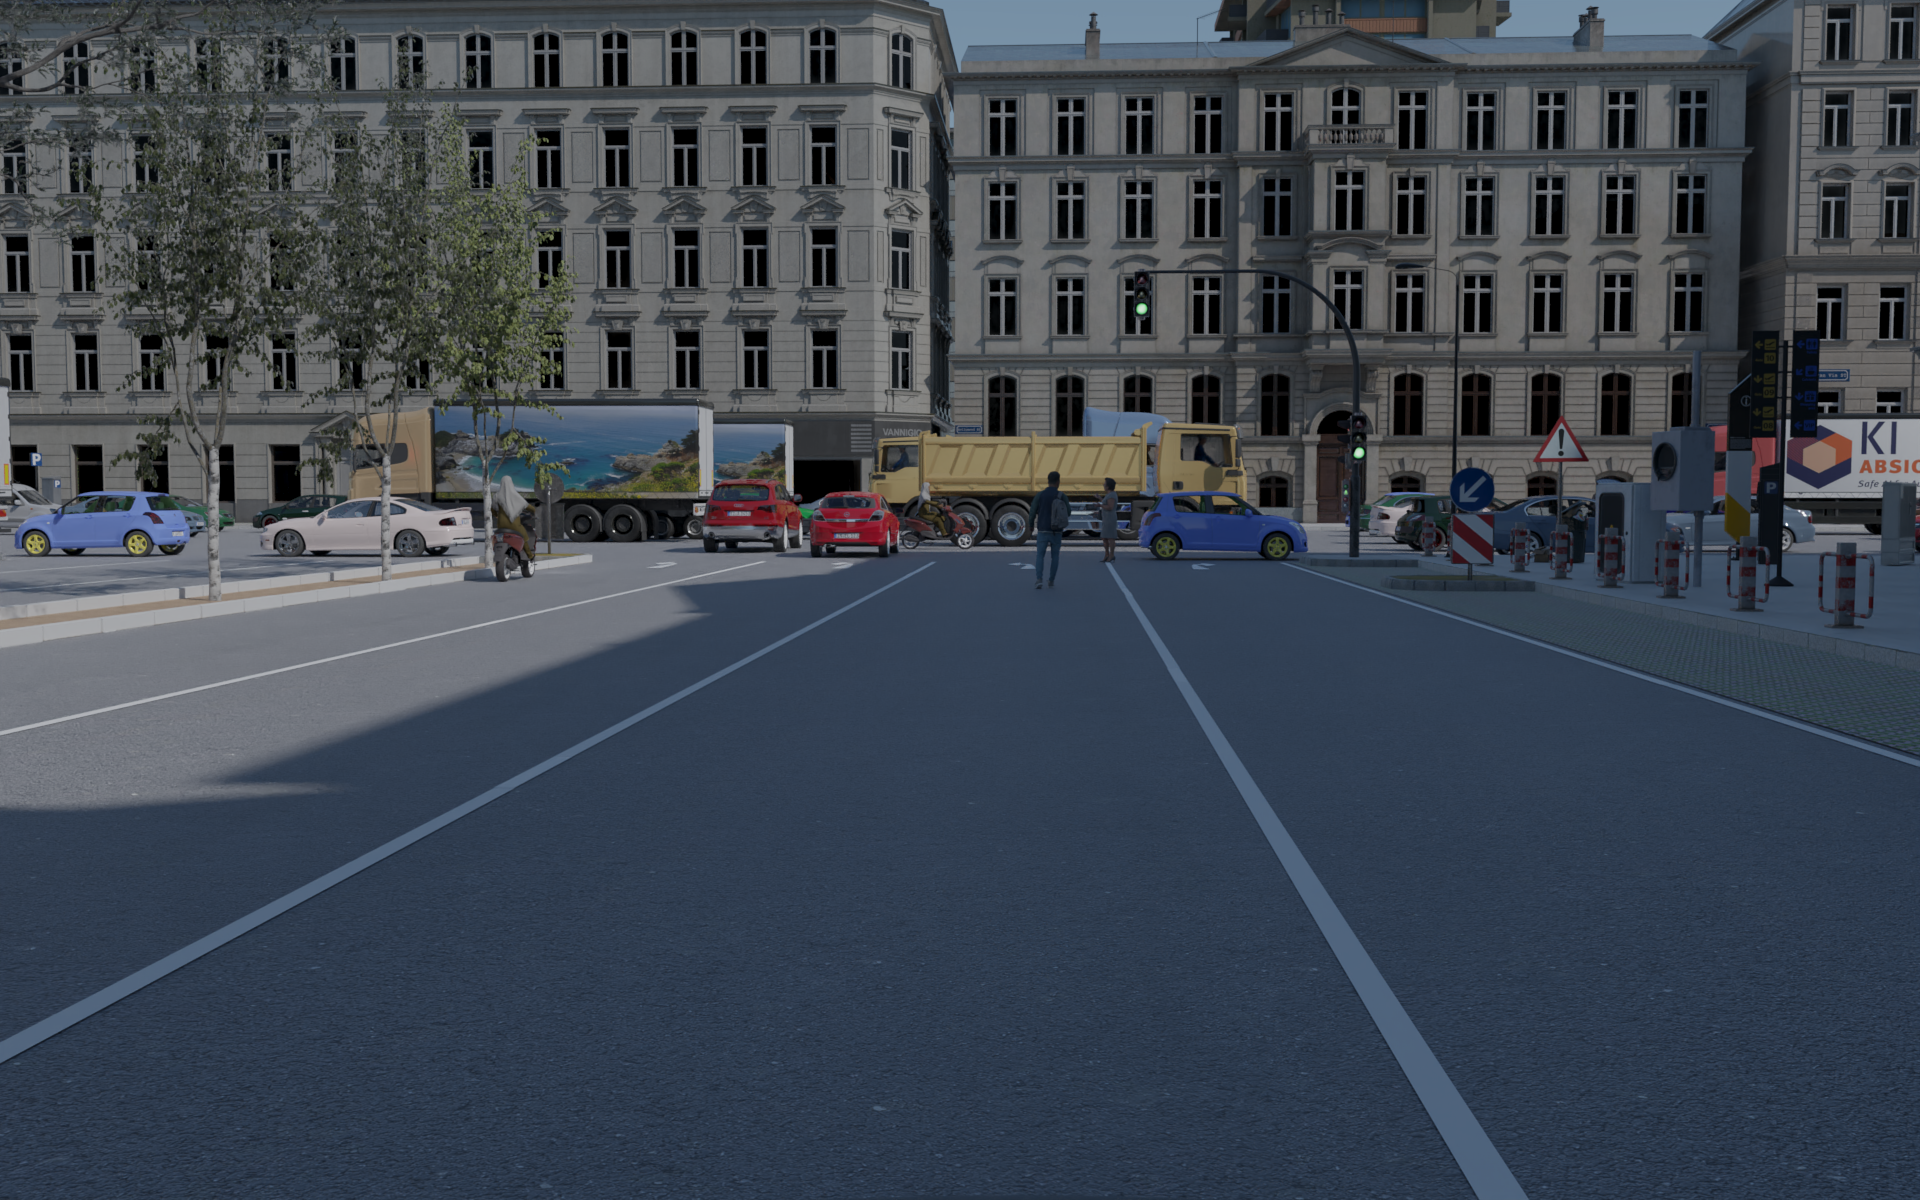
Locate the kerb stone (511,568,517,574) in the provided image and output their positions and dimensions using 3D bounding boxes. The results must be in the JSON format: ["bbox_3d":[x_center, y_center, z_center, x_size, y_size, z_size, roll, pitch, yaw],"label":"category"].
[{"bbox_3d":[-8.123,-0.521,30.707,0.120,0.150,1.000,0,4,3],"label":"kerb stone"}]

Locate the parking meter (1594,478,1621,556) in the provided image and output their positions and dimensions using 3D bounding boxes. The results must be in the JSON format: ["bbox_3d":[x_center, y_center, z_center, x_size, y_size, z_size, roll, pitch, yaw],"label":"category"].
[{"bbox_3d":[10.402,-1.188,27.831,0.372,1.533,0.369,0,3,0],"label":"parking meter"}]

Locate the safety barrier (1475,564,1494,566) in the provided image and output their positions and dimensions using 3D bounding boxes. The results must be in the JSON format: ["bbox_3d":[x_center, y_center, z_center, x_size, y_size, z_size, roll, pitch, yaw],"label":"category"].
[{"bbox_3d":[9.331,-1.011,30.801,0.300,0.817,1.120,0,4,3],"label":"safety barrier"}]

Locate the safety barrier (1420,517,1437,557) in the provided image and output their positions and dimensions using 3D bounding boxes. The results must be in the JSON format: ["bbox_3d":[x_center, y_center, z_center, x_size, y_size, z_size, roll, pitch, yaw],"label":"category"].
[{"bbox_3d":[9.620,-1.300,35.530,0.300,0.817,1.120,0,4,3],"label":"safety barrier"}]

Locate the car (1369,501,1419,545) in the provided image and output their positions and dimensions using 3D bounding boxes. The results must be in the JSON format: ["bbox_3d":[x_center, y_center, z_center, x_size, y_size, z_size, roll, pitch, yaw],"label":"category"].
[{"bbox_3d":[14.221,-2.289,49.793,4.827,1.381,2.083,0,4,3],"label":"car"}]

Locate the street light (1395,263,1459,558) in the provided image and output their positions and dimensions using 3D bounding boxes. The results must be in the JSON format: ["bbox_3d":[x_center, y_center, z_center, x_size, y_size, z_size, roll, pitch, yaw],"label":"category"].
[{"bbox_3d":[9.440,-3.816,34.933,1.470,5.913,1.316,0,4,3],"label":"street light"}]

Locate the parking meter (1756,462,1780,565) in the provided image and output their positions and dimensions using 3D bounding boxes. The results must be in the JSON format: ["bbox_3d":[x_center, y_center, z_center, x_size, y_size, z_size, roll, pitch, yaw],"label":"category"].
[{"bbox_3d":[14.750,-1.583,31.591,0.399,1.863,0.255,1,4,18],"label":"parking meter"}]

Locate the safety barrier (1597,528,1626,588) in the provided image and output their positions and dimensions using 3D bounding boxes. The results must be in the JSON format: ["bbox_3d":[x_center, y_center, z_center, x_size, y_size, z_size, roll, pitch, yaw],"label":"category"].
[{"bbox_3d":[8.902,-0.576,23.685,0.300,0.817,1.120,0,4,3],"label":"safety barrier"}]

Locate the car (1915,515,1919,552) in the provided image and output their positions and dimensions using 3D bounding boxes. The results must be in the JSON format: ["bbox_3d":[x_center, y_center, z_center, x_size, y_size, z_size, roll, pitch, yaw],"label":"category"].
[{"bbox_3d":[25.199,-2.023,42.124,4.494,1.783,2.155,0,4,3],"label":"car"}]

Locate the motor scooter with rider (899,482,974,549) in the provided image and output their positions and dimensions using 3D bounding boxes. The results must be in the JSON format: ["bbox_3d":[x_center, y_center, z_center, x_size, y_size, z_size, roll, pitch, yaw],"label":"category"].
[{"bbox_3d":[-0.627,-2.193,44.813,1.986,1.779,0.876,0,4,4],"label":"motor scooter with rider"}]

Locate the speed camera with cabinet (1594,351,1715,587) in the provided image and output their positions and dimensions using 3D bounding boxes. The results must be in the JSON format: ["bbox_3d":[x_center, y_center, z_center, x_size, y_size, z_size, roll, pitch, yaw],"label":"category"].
[{"bbox_3d":[9.848,-1.852,24.624,0.660,3.252,2.038,-1,4,-11],"label":"speed camera with cabinet"}]

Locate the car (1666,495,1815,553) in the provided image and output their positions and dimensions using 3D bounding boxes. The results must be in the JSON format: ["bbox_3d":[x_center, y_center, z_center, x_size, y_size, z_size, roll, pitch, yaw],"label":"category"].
[{"bbox_3d":[18.846,-1.909,43.212,4.499,1.417,2.014,0,4,3],"label":"car"}]

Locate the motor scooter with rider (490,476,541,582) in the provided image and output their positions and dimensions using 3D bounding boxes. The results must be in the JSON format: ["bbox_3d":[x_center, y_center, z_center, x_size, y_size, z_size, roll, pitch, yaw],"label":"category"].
[{"bbox_3d":[-7.403,-1.218,28.882,0.876,1.779,1.986,0,4,2],"label":"motor scooter with rider"}]

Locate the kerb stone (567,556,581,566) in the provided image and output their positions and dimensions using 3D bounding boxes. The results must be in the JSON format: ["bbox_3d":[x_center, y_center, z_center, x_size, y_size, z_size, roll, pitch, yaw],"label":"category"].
[{"bbox_3d":[-7.876,-0.773,34.838,0.120,0.150,1.000,0,4,3],"label":"kerb stone"}]

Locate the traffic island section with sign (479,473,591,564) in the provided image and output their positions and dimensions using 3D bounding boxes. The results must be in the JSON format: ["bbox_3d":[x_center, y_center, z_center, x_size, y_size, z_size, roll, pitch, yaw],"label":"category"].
[{"bbox_3d":[-8.821,-1.730,36.420,2.006,1.907,1.989,0,4,3],"label":"traffic island section with sign"}]

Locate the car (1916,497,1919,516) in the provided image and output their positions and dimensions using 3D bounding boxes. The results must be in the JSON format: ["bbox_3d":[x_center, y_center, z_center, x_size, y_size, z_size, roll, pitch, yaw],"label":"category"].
[{"bbox_3d":[30.405,-2.554,53.556,2.131,1.459,4.920,0,4,3],"label":"car"}]

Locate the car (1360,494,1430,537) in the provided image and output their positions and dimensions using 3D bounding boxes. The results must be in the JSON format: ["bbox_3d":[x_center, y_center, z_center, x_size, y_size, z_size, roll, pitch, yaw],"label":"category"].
[{"bbox_3d":[15.768,-2.853,58.445,4.920,1.459,2.131,0,4,4],"label":"car"}]

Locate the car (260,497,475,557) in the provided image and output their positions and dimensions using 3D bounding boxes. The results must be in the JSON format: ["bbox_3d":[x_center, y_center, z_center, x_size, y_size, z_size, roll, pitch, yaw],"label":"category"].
[{"bbox_3d":[-13.732,-1.697,40.115,4.827,1.381,2.083,0,4,3],"label":"car"}]

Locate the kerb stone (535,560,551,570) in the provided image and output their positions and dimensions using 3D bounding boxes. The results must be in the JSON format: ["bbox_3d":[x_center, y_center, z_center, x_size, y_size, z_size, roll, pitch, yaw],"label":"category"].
[{"bbox_3d":[-8.000,-0.645,32.782,0.120,0.150,1.000,0,4,3],"label":"kerb stone"}]

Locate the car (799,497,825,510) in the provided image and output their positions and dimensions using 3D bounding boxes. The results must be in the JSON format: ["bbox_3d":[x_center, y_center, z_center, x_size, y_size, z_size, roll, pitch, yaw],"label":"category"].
[{"bbox_3d":[-4.096,-3.398,67.567,4.499,1.417,2.014,0,4,5],"label":"car"}]

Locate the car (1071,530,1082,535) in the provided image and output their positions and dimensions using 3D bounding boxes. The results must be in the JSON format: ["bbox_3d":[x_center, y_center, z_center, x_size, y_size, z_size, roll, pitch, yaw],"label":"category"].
[{"bbox_3d":[5.271,-3.160,61.448,4.222,1.686,2.009,0,4,5],"label":"car"}]

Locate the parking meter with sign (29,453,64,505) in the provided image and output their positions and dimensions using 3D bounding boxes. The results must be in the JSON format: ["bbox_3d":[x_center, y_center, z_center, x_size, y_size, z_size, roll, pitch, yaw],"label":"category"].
[{"bbox_3d":[-38.434,-4.709,73.250,1.738,3.016,0.543,1,4,21],"label":"parking meter with sign"}]

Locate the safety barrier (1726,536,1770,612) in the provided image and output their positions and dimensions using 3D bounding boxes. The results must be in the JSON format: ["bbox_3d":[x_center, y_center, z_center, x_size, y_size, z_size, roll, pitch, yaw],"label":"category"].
[{"bbox_3d":[8.616,-0.286,18.946,0.300,0.817,1.120,0,4,3],"label":"safety barrier"}]

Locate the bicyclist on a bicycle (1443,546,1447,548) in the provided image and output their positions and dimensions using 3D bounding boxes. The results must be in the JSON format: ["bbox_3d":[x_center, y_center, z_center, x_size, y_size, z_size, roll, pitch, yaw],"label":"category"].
[{"bbox_3d":[13.386,-2.190,45.829,1.625,1.676,1.499,0,4,4],"label":"bicyclist on a bicycle"}]

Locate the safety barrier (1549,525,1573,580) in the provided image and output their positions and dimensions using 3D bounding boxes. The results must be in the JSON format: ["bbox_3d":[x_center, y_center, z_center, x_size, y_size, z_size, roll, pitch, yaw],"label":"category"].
[{"bbox_3d":[9.045,-0.720,26.054,0.300,0.817,1.120,0,4,3],"label":"safety barrier"}]

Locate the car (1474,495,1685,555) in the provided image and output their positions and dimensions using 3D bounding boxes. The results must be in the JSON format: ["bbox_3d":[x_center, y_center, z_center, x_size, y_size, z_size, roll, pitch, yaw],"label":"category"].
[{"bbox_3d":[13.552,-1.594,38.069,4.499,1.417,2.014,0,4,4],"label":"car"}]

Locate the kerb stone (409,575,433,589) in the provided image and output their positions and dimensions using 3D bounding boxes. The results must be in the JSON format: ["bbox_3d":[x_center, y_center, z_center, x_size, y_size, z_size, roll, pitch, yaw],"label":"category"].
[{"bbox_3d":[-8.375,-0.269,26.602,0.120,0.150,1.000,0,4,3],"label":"kerb stone"}]

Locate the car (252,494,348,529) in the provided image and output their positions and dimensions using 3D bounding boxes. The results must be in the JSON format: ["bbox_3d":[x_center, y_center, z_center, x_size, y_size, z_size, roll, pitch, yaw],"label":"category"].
[{"bbox_3d":[-24.290,-3.370,64.894,4.222,1.686,2.009,0,4,3],"label":"car"}]

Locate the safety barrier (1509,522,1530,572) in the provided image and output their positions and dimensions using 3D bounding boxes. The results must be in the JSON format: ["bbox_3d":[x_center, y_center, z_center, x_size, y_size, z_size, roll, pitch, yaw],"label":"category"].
[{"bbox_3d":[9.189,-0.865,28.418,0.300,0.817,1.120,0,4,3],"label":"safety barrier"}]

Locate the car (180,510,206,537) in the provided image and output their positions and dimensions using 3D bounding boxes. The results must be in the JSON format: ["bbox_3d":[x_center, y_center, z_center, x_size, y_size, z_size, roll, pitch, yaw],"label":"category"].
[{"bbox_3d":[-27.320,-2.770,57.286,4.499,1.417,2.014,0,4,2],"label":"car"}]

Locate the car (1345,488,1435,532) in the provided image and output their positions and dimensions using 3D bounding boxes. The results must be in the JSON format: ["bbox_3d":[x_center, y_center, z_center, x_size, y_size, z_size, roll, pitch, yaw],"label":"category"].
[{"bbox_3d":[16.633,-3.466,66.258,3.694,1.707,1.945,0,4,3],"label":"car"}]

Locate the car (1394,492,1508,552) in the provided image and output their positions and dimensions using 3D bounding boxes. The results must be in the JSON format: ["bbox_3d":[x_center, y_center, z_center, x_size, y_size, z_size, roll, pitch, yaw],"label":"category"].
[{"bbox_3d":[13.101,-2.066,43.574,4.222,1.686,2.009,0,4,3],"label":"car"}]

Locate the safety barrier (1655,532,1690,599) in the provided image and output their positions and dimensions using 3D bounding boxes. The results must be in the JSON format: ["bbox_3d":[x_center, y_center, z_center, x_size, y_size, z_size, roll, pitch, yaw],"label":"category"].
[{"bbox_3d":[8.761,-0.431,21.320,0.300,0.817,1.120,0,4,3],"label":"safety barrier"}]

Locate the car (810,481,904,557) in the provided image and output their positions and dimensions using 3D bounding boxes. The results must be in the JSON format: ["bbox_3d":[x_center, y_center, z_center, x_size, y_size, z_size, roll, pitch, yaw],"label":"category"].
[{"bbox_3d":[-2.426,-1.936,40.696,2.155,1.783,4.494,0,4,3],"label":"car"}]

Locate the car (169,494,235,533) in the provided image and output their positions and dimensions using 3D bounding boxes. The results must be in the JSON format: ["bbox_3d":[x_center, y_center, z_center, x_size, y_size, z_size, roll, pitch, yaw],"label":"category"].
[{"bbox_3d":[-29.931,-3.281,65.446,4.920,1.459,2.131,0,4,3],"label":"car"}]

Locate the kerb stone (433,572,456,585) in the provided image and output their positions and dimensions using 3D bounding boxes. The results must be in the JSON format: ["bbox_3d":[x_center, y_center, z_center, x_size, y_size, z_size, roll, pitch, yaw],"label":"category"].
[{"bbox_3d":[-8.310,-0.332,27.627,0.120,0.150,1.000,0,4,3],"label":"kerb stone"}]

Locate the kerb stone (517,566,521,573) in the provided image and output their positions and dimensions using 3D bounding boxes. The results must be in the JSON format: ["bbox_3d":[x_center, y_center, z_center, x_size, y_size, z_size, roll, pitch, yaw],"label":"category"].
[{"bbox_3d":[-8.052,-0.583,31.743,0.120,0.150,1.000,0,4,3],"label":"kerb stone"}]

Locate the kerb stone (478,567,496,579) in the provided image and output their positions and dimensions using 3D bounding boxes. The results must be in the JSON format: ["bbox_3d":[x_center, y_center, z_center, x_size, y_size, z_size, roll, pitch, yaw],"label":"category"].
[{"bbox_3d":[-8.184,-0.456,29.682,0.120,0.150,1.000,0,4,3],"label":"kerb stone"}]

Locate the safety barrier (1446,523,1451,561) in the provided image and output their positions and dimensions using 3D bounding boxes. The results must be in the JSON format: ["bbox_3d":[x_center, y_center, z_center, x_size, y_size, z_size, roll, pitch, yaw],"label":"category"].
[{"bbox_3d":[9.476,-1.155,33.166,0.300,0.817,1.120,0,4,3],"label":"safety barrier"}]

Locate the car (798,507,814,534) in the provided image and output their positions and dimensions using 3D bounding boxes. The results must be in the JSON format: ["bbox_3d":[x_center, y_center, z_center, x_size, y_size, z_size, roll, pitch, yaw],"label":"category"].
[{"bbox_3d":[-7.018,-3.200,61.115,4.718,1.807,1.959,0,4,2],"label":"car"}]

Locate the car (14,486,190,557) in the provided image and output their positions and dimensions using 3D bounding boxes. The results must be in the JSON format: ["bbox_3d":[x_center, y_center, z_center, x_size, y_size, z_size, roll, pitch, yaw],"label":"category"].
[{"bbox_3d":[-19.903,-1.868,40.139,3.694,1.707,1.945,0,4,3],"label":"car"}]

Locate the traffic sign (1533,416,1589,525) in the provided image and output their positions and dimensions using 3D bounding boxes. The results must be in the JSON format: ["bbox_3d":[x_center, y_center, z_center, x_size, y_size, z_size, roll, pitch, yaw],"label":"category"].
[{"bbox_3d":[9.979,-1.762,28.808,0.884,2.594,0.081,1,4,12],"label":"traffic sign"}]

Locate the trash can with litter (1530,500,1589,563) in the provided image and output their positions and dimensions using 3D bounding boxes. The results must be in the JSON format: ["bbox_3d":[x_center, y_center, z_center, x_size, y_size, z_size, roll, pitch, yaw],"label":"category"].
[{"bbox_3d":[11.158,-1.278,32.288,1.055,1.170,0.624,2,4,34],"label":"trash can with litter"}]

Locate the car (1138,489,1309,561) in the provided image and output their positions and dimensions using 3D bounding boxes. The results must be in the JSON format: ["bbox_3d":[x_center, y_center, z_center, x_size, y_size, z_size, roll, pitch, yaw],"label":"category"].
[{"bbox_3d":[5.770,-1.738,38.008,3.694,1.707,1.945,0,4,3],"label":"car"}]

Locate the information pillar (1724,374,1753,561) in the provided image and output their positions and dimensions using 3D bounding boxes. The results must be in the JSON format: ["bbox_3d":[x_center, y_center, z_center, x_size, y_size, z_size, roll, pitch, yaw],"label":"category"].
[{"bbox_3d":[15.004,-2.567,33.329,0.504,3.616,0.183,0,4,-3],"label":"information pillar"}]

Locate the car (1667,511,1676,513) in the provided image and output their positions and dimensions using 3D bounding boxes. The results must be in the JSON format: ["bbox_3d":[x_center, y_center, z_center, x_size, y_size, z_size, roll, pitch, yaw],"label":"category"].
[{"bbox_3d":[24.758,-2.826,58.788,3.894,1.354,1.945,0,4,3],"label":"car"}]

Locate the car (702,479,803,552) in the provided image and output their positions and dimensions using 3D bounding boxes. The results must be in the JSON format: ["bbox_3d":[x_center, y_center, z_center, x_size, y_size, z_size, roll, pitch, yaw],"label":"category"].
[{"bbox_3d":[-5.244,-2.171,44.173,2.281,1.827,5.304,0,4,2],"label":"car"}]

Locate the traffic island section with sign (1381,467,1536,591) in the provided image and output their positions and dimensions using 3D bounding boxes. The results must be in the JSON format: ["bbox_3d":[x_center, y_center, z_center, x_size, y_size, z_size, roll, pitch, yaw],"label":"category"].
[{"bbox_3d":[7.485,-1.081,26.298,1.989,1.847,2.006,0,4,3],"label":"traffic island section with sign"}]

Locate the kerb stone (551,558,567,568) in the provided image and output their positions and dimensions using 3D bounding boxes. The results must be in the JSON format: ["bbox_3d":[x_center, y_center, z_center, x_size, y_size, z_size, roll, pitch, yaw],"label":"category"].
[{"bbox_3d":[-7.934,-0.711,33.812,0.120,0.150,1.000,0,4,3],"label":"kerb stone"}]

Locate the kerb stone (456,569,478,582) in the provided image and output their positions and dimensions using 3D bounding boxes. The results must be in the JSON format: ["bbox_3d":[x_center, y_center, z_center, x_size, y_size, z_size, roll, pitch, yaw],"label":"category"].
[{"bbox_3d":[-8.248,-0.390,28.652,0.120,0.150,1.000,0,4,3],"label":"kerb stone"}]

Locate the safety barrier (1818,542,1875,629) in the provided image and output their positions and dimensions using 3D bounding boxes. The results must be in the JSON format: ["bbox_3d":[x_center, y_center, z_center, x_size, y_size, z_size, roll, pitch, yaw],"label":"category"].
[{"bbox_3d":[8.477,-0.141,16.581,0.300,0.817,1.120,0,4,3],"label":"safety barrier"}]

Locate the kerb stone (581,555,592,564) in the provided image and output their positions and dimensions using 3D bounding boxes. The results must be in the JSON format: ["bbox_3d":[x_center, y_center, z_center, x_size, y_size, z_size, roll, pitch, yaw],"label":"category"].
[{"bbox_3d":[-7.810,-0.836,35.867,0.120,0.150,1.000,0,4,3],"label":"kerb stone"}]
